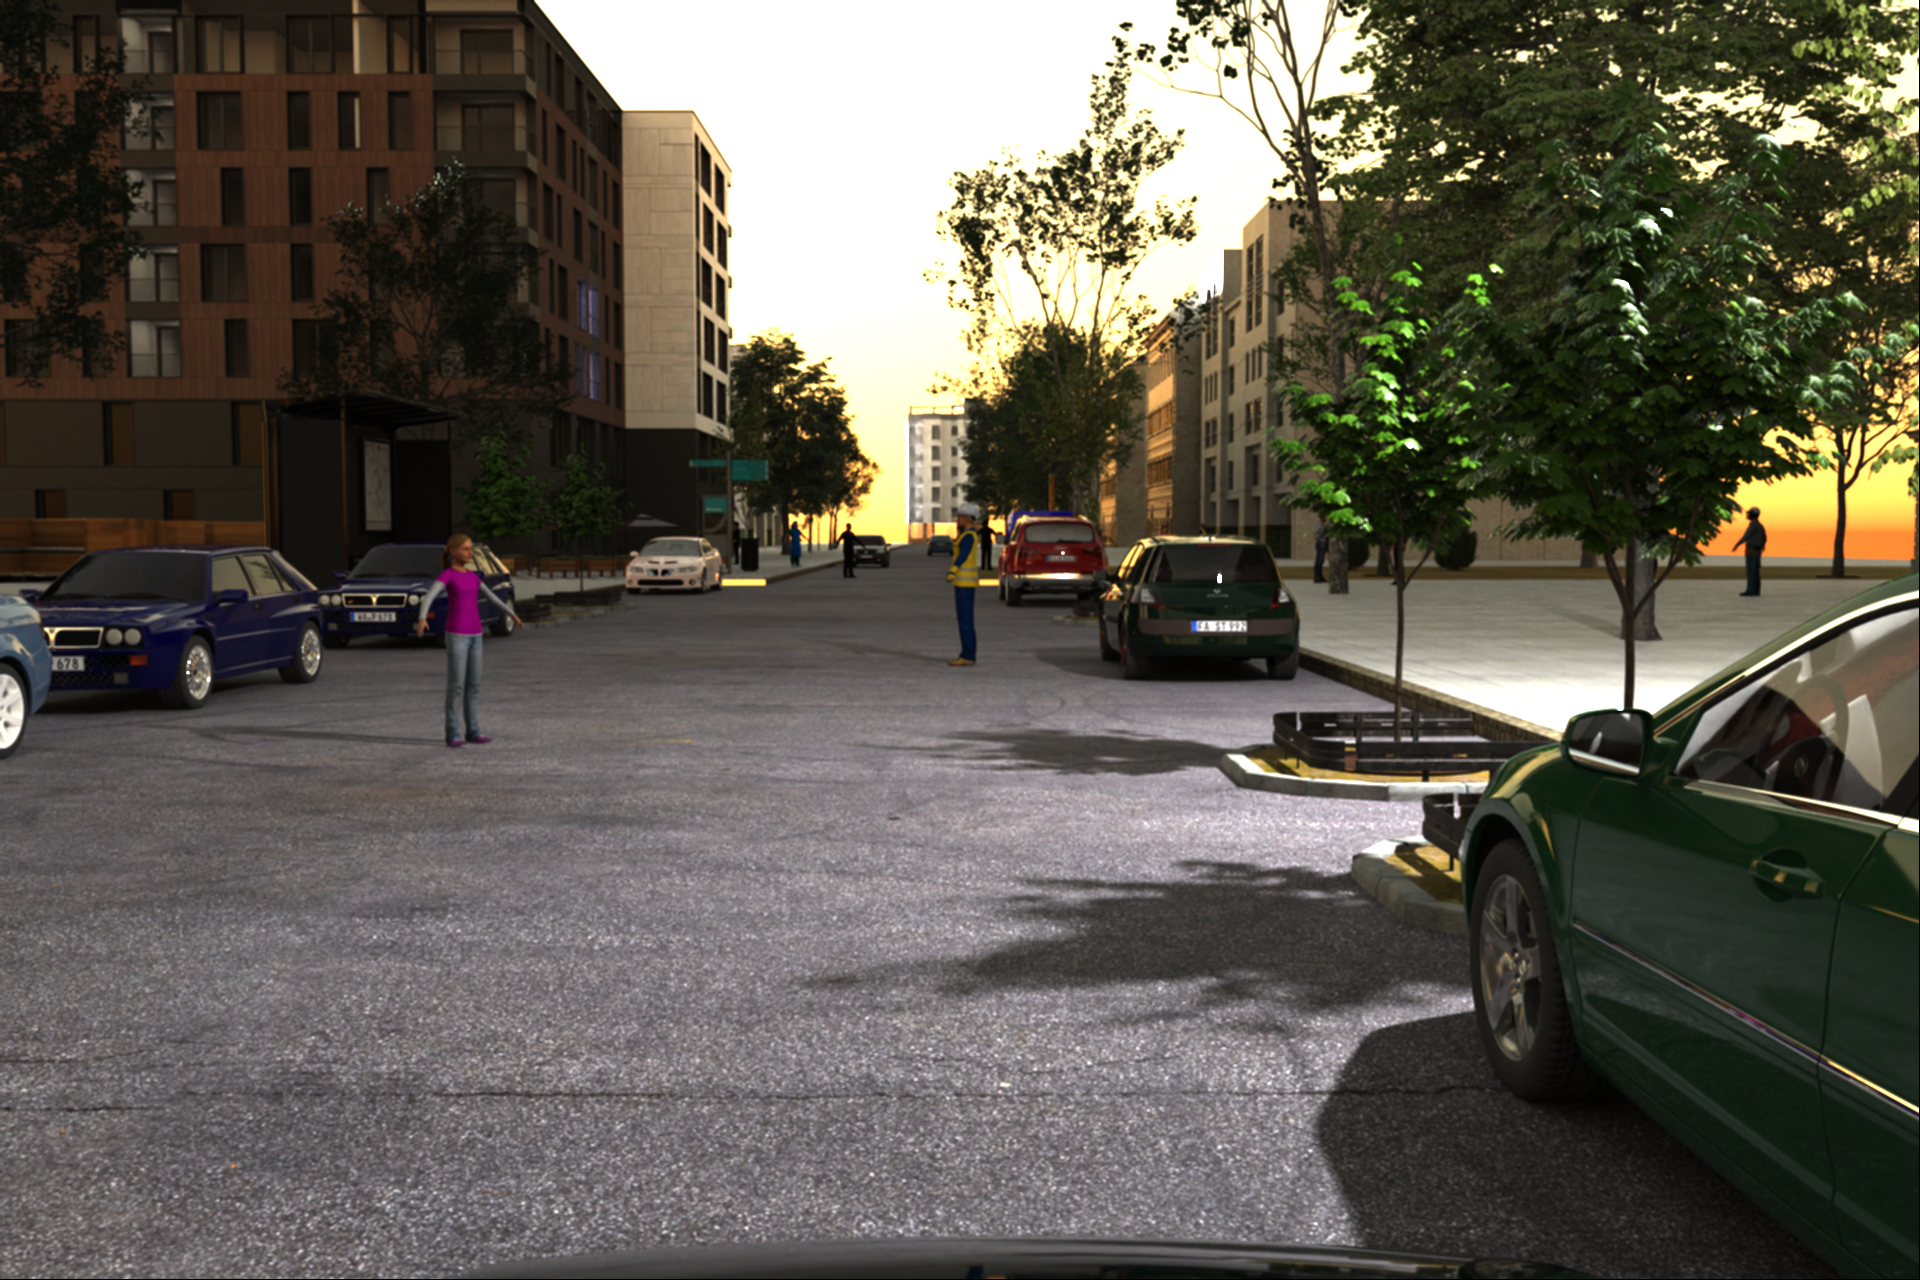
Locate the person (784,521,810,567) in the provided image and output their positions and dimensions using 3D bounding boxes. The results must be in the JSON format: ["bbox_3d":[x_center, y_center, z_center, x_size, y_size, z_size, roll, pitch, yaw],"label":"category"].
[{"bbox_3d":[-6.467,-3.805,68.336,0.704,1.817,1.347,3,5,42],"label":"person"}]

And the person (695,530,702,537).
[{"bbox_3d":[-11.543,-4.460,78.775,1.347,1.847,0.705,1,4,10],"label":"person"}]

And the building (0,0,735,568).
[{"bbox_3d":[-26.775,-14.544,81.772,27.936,21.610,32.646,0,3,0],"label":"building"}]

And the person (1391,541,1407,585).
[{"bbox_3d":[10.988,-2.251,43.605,0.721,1.729,1.215,0,4,-6],"label":"person"}]

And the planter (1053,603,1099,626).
[{"bbox_3d":[2.510,-0.413,27.894,1.991,0.319,1.994,0,4,-1],"label":"planter"}]

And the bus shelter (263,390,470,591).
[{"bbox_3d":[-10.549,-2.448,31.315,1.731,3.624,6.357,0,4,0],"label":"bus shelter"}]

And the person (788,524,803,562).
[{"bbox_3d":[-7.344,-4.309,77.178,0.721,1.740,1.216,-2,4,-34],"label":"person"}]

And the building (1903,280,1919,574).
[{"bbox_3d":[28.506,-12.585,24.842,14.460,24.649,34.723,0,4,0],"label":"building"}]

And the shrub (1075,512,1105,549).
[{"bbox_3d":[4.182,-3.426,60.055,1.661,2.075,1.752,0,3,0],"label":"shrub"}]

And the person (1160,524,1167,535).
[{"bbox_3d":[9.488,-4.573,81.577,0.721,1.733,1.217,1,4,13],"label":"person"}]

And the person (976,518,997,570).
[{"bbox_3d":[0.948,-3.397,61.481,1.347,1.837,0.705,1,4,17],"label":"person"}]

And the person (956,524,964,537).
[{"bbox_3d":[0.047,-2.106,42.663,0.705,1.856,1.354,0,4,2],"label":"person"}]

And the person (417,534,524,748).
[{"bbox_3d":[-3.315,0.001,11.712,0.599,1.433,0.991,2,4,27],"label":"person"}]

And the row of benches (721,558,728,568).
[{"bbox_3d":[-9.922,-2.905,62.956,1.422,0.672,4.104,2,4,30],"label":"row of benches"}]

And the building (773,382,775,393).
[{"bbox_3d":[-27.693,-21.163,202.434,16.016,20.090,11.380,0,4,-1],"label":"building"}]

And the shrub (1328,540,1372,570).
[{"bbox_3d":[13.816,-3.521,61.602,1.661,2.075,1.752,0,3,0],"label":"shrub"}]

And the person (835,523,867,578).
[{"bbox_3d":[-3.637,-2.948,56.879,1.346,1.802,0.704,-3,5,-45],"label":"person"}]

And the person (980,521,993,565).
[{"bbox_3d":[1.043,-3.948,70.735,0.705,1.806,1.347,-1,4,-18],"label":"person"}]

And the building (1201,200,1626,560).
[{"bbox_3d":[24.648,-14.312,100.457,16.747,18.905,31.486,0,4,0],"label":"building"}]

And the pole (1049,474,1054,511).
[{"bbox_3d":[3.100,-3.956,58.516,0.158,3.312,0.155,0,3,0],"label":"pole"}]

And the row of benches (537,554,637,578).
[{"bbox_3d":[-10.859,-2.226,51.857,1.422,0.672,4.104,3,4,36],"label":"row of benches"}]

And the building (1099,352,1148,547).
[{"bbox_3d":[24.198,-21.053,175.143,19.493,23.208,18.063,0,4,0],"label":"building"}]

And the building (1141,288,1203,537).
[{"bbox_3d":[23.943,-18.143,127.570,19.493,23.208,18.063,0,4,0],"label":"building"}]

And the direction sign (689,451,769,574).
[{"bbox_3d":[-7.392,-4.116,56.058,2.525,3.948,1.411,0,4,0],"label":"direction sign"}]

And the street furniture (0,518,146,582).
[{"bbox_3d":[-26.797,-2.648,50.143,11.010,1.723,9.812,2,4,26],"label":"street furniture"}]

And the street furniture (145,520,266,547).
[{"bbox_3d":[-26.923,-3.294,60.707,11.010,1.723,9.812,-1,4,-21],"label":"street furniture"}]

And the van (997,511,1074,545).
[{"bbox_3d":[2.191,-2.683,48.258,2.240,2.365,5.245,0,3,0],"label":"van"}]

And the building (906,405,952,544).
[{"bbox_3d":[-7.253,-23.593,244.628,11.380,20.090,16.016,0,4,-1],"label":"building"}]

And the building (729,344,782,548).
[{"bbox_3d":[-28.383,-19.010,177.266,16.747,18.905,31.486,0,4,0],"label":"building"}]

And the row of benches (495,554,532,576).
[{"bbox_3d":[-14.788,-2.368,54.173,4.104,0.672,1.422,3,5,41],"label":"row of benches"}]

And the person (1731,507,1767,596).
[{"bbox_3d":[16.464,-1.845,36.012,1.345,1.849,0.704,-3,5,-40],"label":"person"}]

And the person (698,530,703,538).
[{"bbox_3d":[-10.828,-4.141,73.841,0.704,1.812,1.346,2,4,33],"label":"person"}]

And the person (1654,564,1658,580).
[{"bbox_3d":[10.343,-1.034,26.146,0.628,1.438,0.799,-1,4,-12],"label":"person"}]

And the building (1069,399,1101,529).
[{"bbox_3d":[23.559,-23.780,219.734,19.493,23.208,18.063,0,4,0],"label":"building"}]

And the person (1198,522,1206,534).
[{"bbox_3d":[10.683,-4.286,76.050,0.705,1.833,1.349,1,4,22],"label":"person"}]

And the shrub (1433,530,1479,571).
[{"bbox_3d":[17.325,-3.439,60.648,1.690,2.028,1.600,0,3,0],"label":"shrub"}]

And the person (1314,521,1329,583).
[{"bbox_3d":[9.616,-2.425,45.568,0.599,1.838,0.709,2,4,24],"label":"person"}]

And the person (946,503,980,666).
[{"bbox_3d":[-0.016,-0.614,18.967,0.721,1.772,1.216,0,4,7],"label":"person"}]

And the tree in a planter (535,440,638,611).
[{"bbox_3d":[-7.243,-2.191,33.047,1.991,3.239,1.994,0,4,0],"label":"tree in a planter"}]

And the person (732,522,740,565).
[{"bbox_3d":[-9.451,-4.086,72.997,0.705,1.806,1.347,0,4,-7],"label":"person"}]
